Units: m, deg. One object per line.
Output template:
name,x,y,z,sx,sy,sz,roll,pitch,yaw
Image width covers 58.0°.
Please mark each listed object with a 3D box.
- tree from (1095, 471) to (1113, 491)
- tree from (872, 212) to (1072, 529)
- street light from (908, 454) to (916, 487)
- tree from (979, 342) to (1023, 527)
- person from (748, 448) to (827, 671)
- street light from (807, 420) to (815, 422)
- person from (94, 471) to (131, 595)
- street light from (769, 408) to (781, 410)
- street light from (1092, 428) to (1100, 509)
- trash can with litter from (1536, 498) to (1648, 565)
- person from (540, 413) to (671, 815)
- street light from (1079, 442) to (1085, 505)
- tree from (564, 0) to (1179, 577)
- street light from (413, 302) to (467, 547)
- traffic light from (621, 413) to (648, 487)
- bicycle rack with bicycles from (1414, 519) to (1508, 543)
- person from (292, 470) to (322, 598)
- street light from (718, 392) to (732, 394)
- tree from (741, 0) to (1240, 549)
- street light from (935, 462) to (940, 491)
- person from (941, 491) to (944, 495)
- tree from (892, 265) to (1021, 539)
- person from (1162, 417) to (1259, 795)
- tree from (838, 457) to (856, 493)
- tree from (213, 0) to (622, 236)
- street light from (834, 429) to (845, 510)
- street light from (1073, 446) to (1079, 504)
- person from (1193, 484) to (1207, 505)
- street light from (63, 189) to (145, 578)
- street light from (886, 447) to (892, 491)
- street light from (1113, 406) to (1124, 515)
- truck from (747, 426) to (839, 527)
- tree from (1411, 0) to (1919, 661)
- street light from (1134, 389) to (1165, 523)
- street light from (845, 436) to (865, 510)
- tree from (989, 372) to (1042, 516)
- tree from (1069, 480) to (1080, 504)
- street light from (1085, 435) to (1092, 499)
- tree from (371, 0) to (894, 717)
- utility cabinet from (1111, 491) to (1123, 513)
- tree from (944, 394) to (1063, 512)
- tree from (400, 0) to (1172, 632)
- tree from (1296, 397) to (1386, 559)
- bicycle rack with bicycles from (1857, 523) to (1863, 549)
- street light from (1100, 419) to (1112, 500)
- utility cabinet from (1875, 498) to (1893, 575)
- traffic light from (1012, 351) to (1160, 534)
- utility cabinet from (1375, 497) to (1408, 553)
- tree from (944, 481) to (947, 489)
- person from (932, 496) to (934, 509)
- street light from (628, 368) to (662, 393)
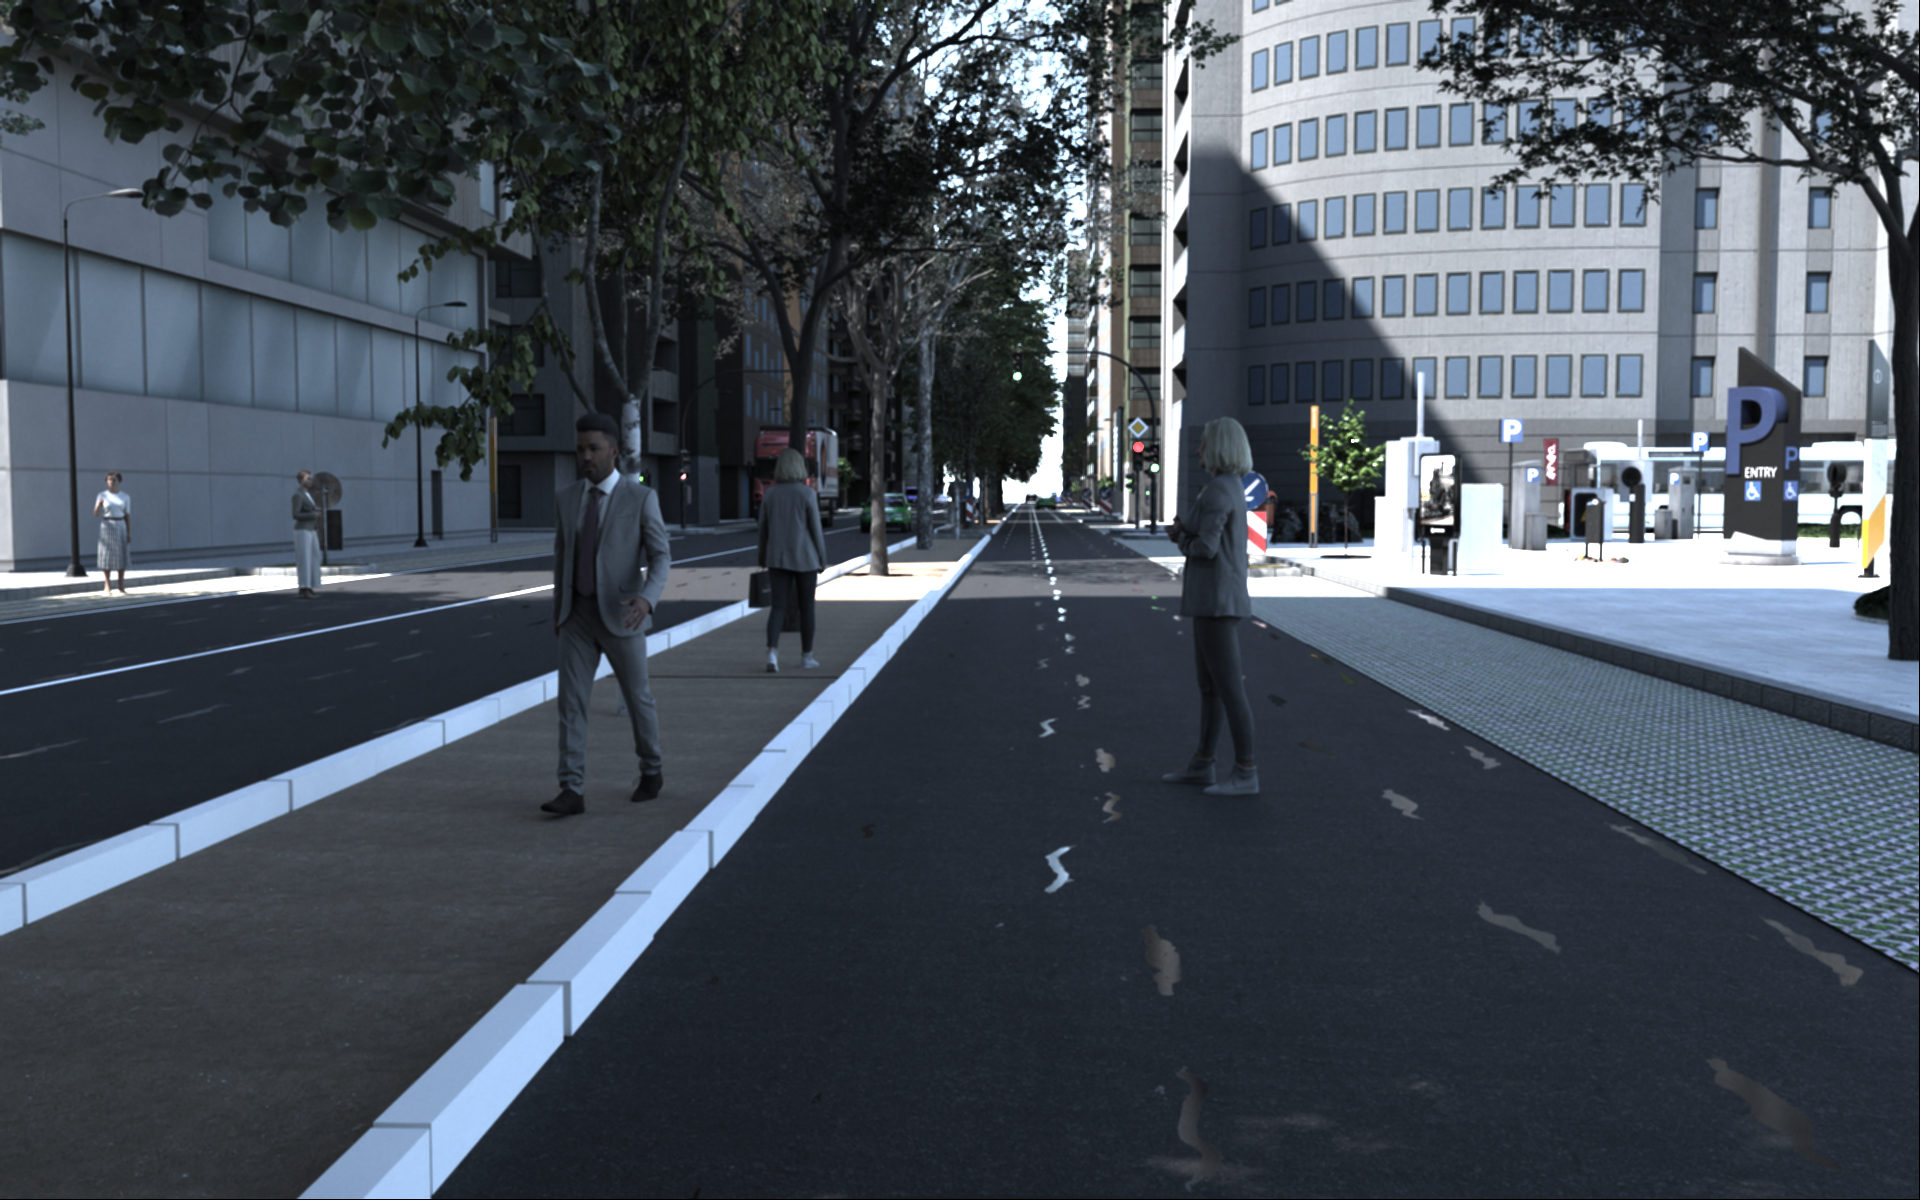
tree,11.769,-8.901,140.140,1.663,3.219,1.824,0,3,0
tree,0.485,-8.996,67.669,7.486,12.596,7.792,0,3,0
street light,-6.180,-13.940,200.452,1.470,5.913,1.316,0,4,2
tree,0.864,-7.410,73.979,4.737,8.622,4.395,0,3,0
person,-1.444,-0.328,14.047,0.709,1.800,0.728,1,4,18
street light,-9.764,-8.315,108.485,1.470,5.913,1.316,0,4,2
person,-11.958,-0.942,24.473,0.480,1.755,0.524,-3,4,-37
street light,-10.346,-7.401,93.555,1.470,5.913,1.316,0,4,2
street light,10.251,-9.133,121.873,1.470,5.913,1.316,0,4,2
trash can with litter,11.946,-1.300,32.308,1.678,1.210,2.233,-1,4,-10
person,-1.592,0.058,7.829,0.678,1.792,0.850,1,4,15
street light,11.588,-11.088,153.823,1.470,5.913,1.316,0,4,2
tree,-1.441,-7.161,29.912,12.009,13.543,11.850,0,3,0
street light,-12.582,-4.245,41.947,1.470,5.913,1.316,0,4,2
traffic light,-10.470,-4.081,55.646,0.839,4.253,0.868,0,4,2
bicycle rack with bicycles,13.236,-2.002,46.115,2.925,0.926,2.852,-2,4,-26
person,-8.935,-0.899,23.755,0.362,1.759,0.519,0,4,-1
street light,-11.013,-6.489,78.629,1.470,5.913,1.316,0,4,2
tree,0.269,-11.304,43.159,12.611,20.169,13.585,0,3,0
street light,-3.509,-18.109,268.621,1.470,5.913,1.316,0,4,2
person,-2.531,-14.638,247.906,1.350,1.814,0.705,1,4,22
tree,-0.086,-6.202,54.229,4.360,8.622,3.978,0,3,0
person,1.179,0.022,8.328,0.526,1.800,0.537,1,4,23
tree,-10.253,-9.293,135.662,4.285,4.588,4.351,0,3,0
tree,-2.549,-5.747,3.077,9.857,13.997,8.962,0,3,0
street light,-9.203,-9.235,123.532,1.470,5.913,1.316,0,4,2
street light,12.061,-12.001,168.757,1.470,5.913,1.316,0,4,2
person,6.351,-2.190,45.307,0.522,1.701,0.512,2,4,24
street light,-13.128,-3.305,26.579,1.470,5.913,1.316,0,4,2
street light,-7.391,-12.077,169.997,1.470,5.913,1.316,0,4,2
street light,9.030,-7.293,91.786,1.470,5.913,1.316,0,4,2
truck,-6.889,-5.154,73.174,2.839,4.237,11.283,0,4,2
tree,7.009,-4.815,13.139,7.601,10.594,8.767,0,4,-1
street light,8.402,-6.380,76.858,1.470,5.913,1.316,0,4,2
street light,-8.630,-10.251,140.141,1.470,5.913,1.316,0,4,2
tree,2.037,-11.378,114.237,9.928,11.665,9.643,0,3,0
tree,15.400,-14.442,230.721,1.663,3.219,1.824,0,3,0
street light,10.868,-10.066,137.116,1.470,5.913,1.316,0,4,2
tree,-2.163,-3.566,11.119,4.737,8.622,4.395,0,3,0
utility cabinet,10.364,-6.452,114.166,0.318,1.500,1.173,3,4,38
tree,3.156,-13.119,133.964,9.611,12.733,9.660,0,3,0
tree,-1.781,-4.920,17.307,8.767,10.594,7.601,0,4,2
tree,7.860,-2.450,34.656,1.663,3.219,1.824,0,3,0
bicycle rack with bicycles,22.216,-1.636,40.131,2.852,0.926,2.925,-1,4,-15
street light,9.572,-8.221,106.947,1.470,5.913,1.316,0,4,2
utility cabinet,15.145,-1.001,27.521,1.020,1.237,0.306,0,4,8
traffic light,4.035,-4.910,54.946,4.771,5.953,1.251,0,4,2
utility cabinet,9.523,-1.642,38.008,0.306,1.237,1.020,-1,4,-21
tree,-3.949,-19.244,298.357,4.285,4.588,4.351,0,3,0
person,-2.655,-9.166,161.547,0.628,1.438,0.799,-3,5,-43
street light,-11.617,-5.575,63.700,1.470,5.913,1.316,0,4,2
